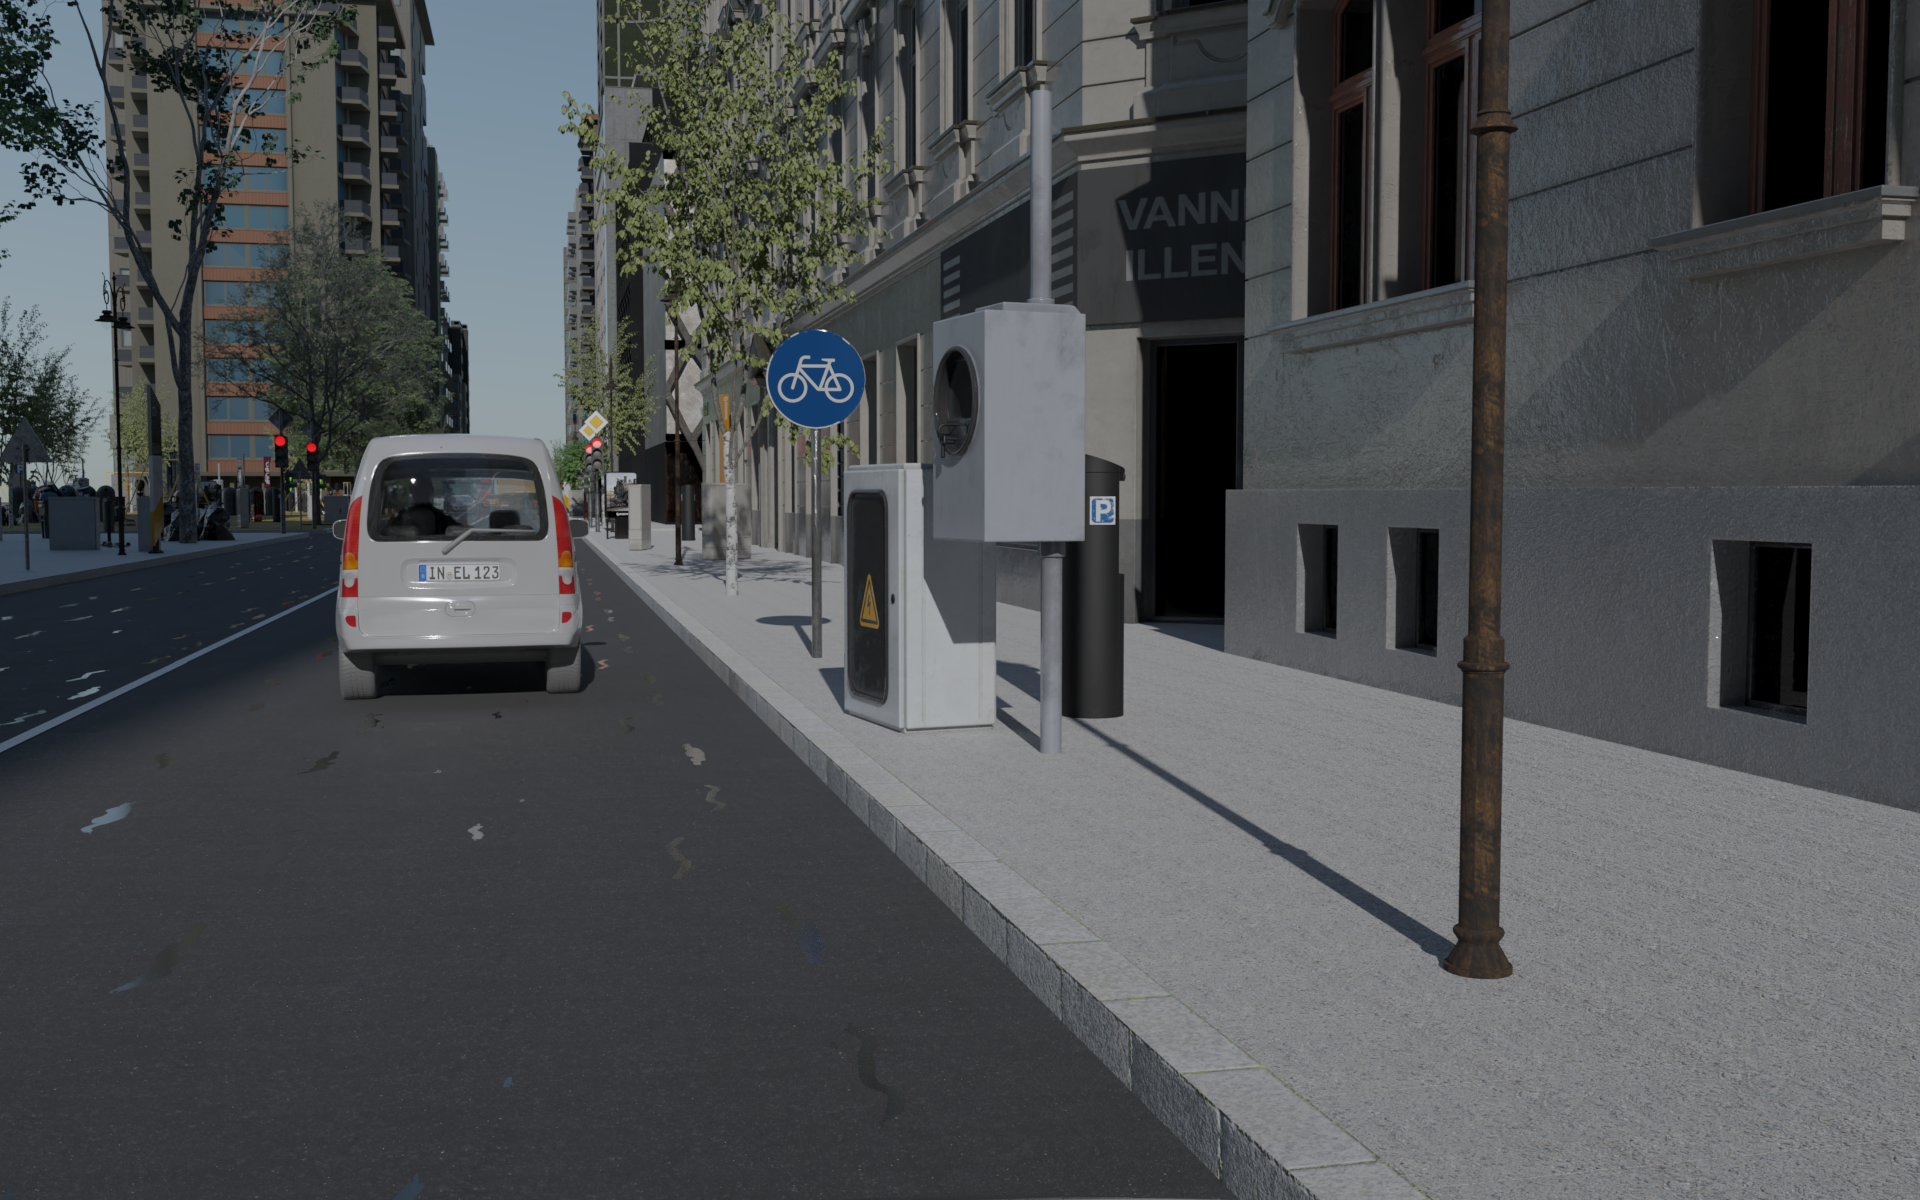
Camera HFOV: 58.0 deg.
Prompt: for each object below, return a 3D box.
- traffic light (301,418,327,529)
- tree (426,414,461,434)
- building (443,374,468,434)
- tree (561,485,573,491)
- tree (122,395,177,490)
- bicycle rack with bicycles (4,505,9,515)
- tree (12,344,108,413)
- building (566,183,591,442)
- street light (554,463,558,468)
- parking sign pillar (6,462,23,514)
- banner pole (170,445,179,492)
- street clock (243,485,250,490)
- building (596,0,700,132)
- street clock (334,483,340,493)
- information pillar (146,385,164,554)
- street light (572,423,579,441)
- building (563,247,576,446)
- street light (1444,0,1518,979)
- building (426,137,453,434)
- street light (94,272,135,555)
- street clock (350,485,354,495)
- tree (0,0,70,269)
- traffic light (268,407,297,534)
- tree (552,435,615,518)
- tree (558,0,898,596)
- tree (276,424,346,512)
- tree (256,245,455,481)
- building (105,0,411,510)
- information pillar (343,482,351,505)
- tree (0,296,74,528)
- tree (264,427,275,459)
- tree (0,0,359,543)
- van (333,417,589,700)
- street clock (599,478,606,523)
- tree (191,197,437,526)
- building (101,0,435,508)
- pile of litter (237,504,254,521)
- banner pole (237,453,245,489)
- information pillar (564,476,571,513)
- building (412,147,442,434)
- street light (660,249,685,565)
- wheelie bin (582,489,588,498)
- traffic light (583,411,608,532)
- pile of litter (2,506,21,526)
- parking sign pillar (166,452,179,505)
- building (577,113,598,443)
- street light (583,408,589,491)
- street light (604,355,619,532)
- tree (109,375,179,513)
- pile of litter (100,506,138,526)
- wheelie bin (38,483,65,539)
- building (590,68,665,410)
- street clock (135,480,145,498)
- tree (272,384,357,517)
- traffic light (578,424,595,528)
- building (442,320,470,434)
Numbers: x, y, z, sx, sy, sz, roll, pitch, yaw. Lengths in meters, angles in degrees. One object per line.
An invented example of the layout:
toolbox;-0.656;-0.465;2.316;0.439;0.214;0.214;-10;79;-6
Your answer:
traffic light;-23.748;-4.570;63.635;0.839;4.253;0.868;-1;4;-14
tree;-46.157;-12.471;154.257;4.360;8.622;3.978;0;3;0
building;-88.791;-25.378;259.974;27.650;21.520;28.899;-1;4;-14
tree;-42.724;-11.927;189.614;1.663;3.219;1.824;0;3;0
tree;-59.973;-10.886;128.345;4.360;8.622;3.978;0;3;0
bicycle rack with bicycles;-57.019;-5.650;105.756;2.925;0.926;2.852;0;4;-8
tree;-44.724;-8.265;85.493;4.360;8.622;3.978;0;3;0
building;-49.062;-39.628;267.530;23.786;49.044;30.456;-1;4;-14
street light;-49.545;-14.694;213.038;0.468;5.910;1.993;-1;4;-14
parking sign pillar;-58.711;-7.310;107.995;1.447;3.967;1.447;3;4;37
banner pole;-41.008;-6.154;90.642;0.401;3.779;0.863;1;4;22
street clock;-54.683;-7.844;132.822;0.471;2.002;0.358;1;4;12
building;-27.877;-45.020;174.332;20.563;71.187;20.611;-1;4;-14
street clock;-42.105;-6.885;117.140;0.358;2.002;0.471;0;4;5
information pillar;-17.366;-2.815;37.378;0.183;3.616;0.504;0;4;-1
street light;-24.702;-8.473;111.317;0.468;5.910;1.993;-1;4;-14
building;-58.724;-37.012;288.744;14.154;41.232;14.086;-1;4;-14
street light;1.395;-1.939;4.486;0.468;5.910;1.993;-1;4;-14
building;-79.797;-37.384;230.833;23.786;49.044;30.456;-1;4;-14
street light;-17.592;-3.877;36.184;0.468;5.910;1.993;-1;4;-14
street clock;-46.636;-7.856;133.018;0.358;2.002;0.471;1;4;19
tree;-15.532;-5.929;22.698;9.928;11.665;9.643;0;3;0
traffic light;-21.853;-4.095;55.877;0.839;4.253;0.868;-1;4;-14
tree;-20.202;-6.681;92.944;4.285;4.588;4.351;0;3;0
tree;-2.842;-4.347;21.428;4.737;8.622;4.395;0;3;0
tree;-42.163;-10.004;113.925;4.737;8.622;4.395;0;3;0
tree;-30.530;-11.058;87.451;9.857;13.997;8.962;0;3;0
building;-58.888;-30.147;147.522;22.147;44.769;28.867;-1;4;-14
information pillar;-38.437;-6.370;108.649;0.304;2.012;0.304;1;4;16
tree;-35.712;-7.032;65.339;4.737;8.622;4.395;0;3;0
tree;-47.546;-10.612;123.875;4.737;8.622;4.395;0;3;0
tree;-21.505;-11.574;45.117;12.611;20.169;13.585;0;3;0
van;-3.897;-0.402;13.578;2.013;2.044;4.112;-1;4;-15
street clock;-15.682;-4.378;76.152;0.471;2.002;0.358;0;4;2
tree;-26.319;-9.820;70.921;12.009;13.543;11.850;0;3;0
building;-67.974;-35.768;174.038;28.713;52.752;27.495;-1;4;-14
pile of litter;-34.396;-4.268;83.751;1.176;0.858;1.719;0;4;0
banner pole;-43.988;-7.099;106.085;0.863;3.779;0.401;2;4;28
information pillar;-26.197;-7.597;115.570;0.504;3.616;0.183;1;4;21
building;-66.715;-31.390;196.821;14.154;41.232;14.086;-1;4;-14
street light;-5.085;-3.567;31.114;0.468;5.910;1.993;-1;4;-14
wheelie bin;-22.987;-5.981;105.701;0.693;1.594;0.980;1;4;20
traffic light;-12.228;-4.239;58.235;0.839;4.253;0.868;-1;4;-14
pile of litter;-39.050;-3.443;70.261;1.719;0.858;1.176;-2;4;-32
parking sign pillar;-50.840;-7.581;112.420;1.447;3.967;1.447;1;4;17
building;-32.413;-33.323;199.451;22.147;44.769;28.867;-1;4;-14
street light;-18.217;-6.863;85.000;0.468;5.910;1.993;-1;4;-14
street light;-11.624;-5.199;57.790;0.468;5.910;1.993;-1;4;-14
tree;-50.561;-9.673;108.514;4.737;8.622;4.395;0;3;0
pile of litter;-33.965;-3.441;70.218;1.719;0.858;1.176;-2;4;-23
wheelie bin;-26.275;-2.583;50.135;0.693;1.594;0.980;-3;5;-41
building;-16.851;-28.304;154.647;32.217;40.220;23.993;-1;4;-14
street clock;-41.039;-5.024;86.713;0.471;2.002;0.358;2;4;24
tree;-36.386;-8.981;97.206;4.360;8.622;3.978;0;3;0
traffic light;-14.122;-4.714;65.993;0.839;4.253;0.868;-1;4;-14
building;-87.405;-31.219;282.129;14.160;30.474;14.107;-1;4;-14
